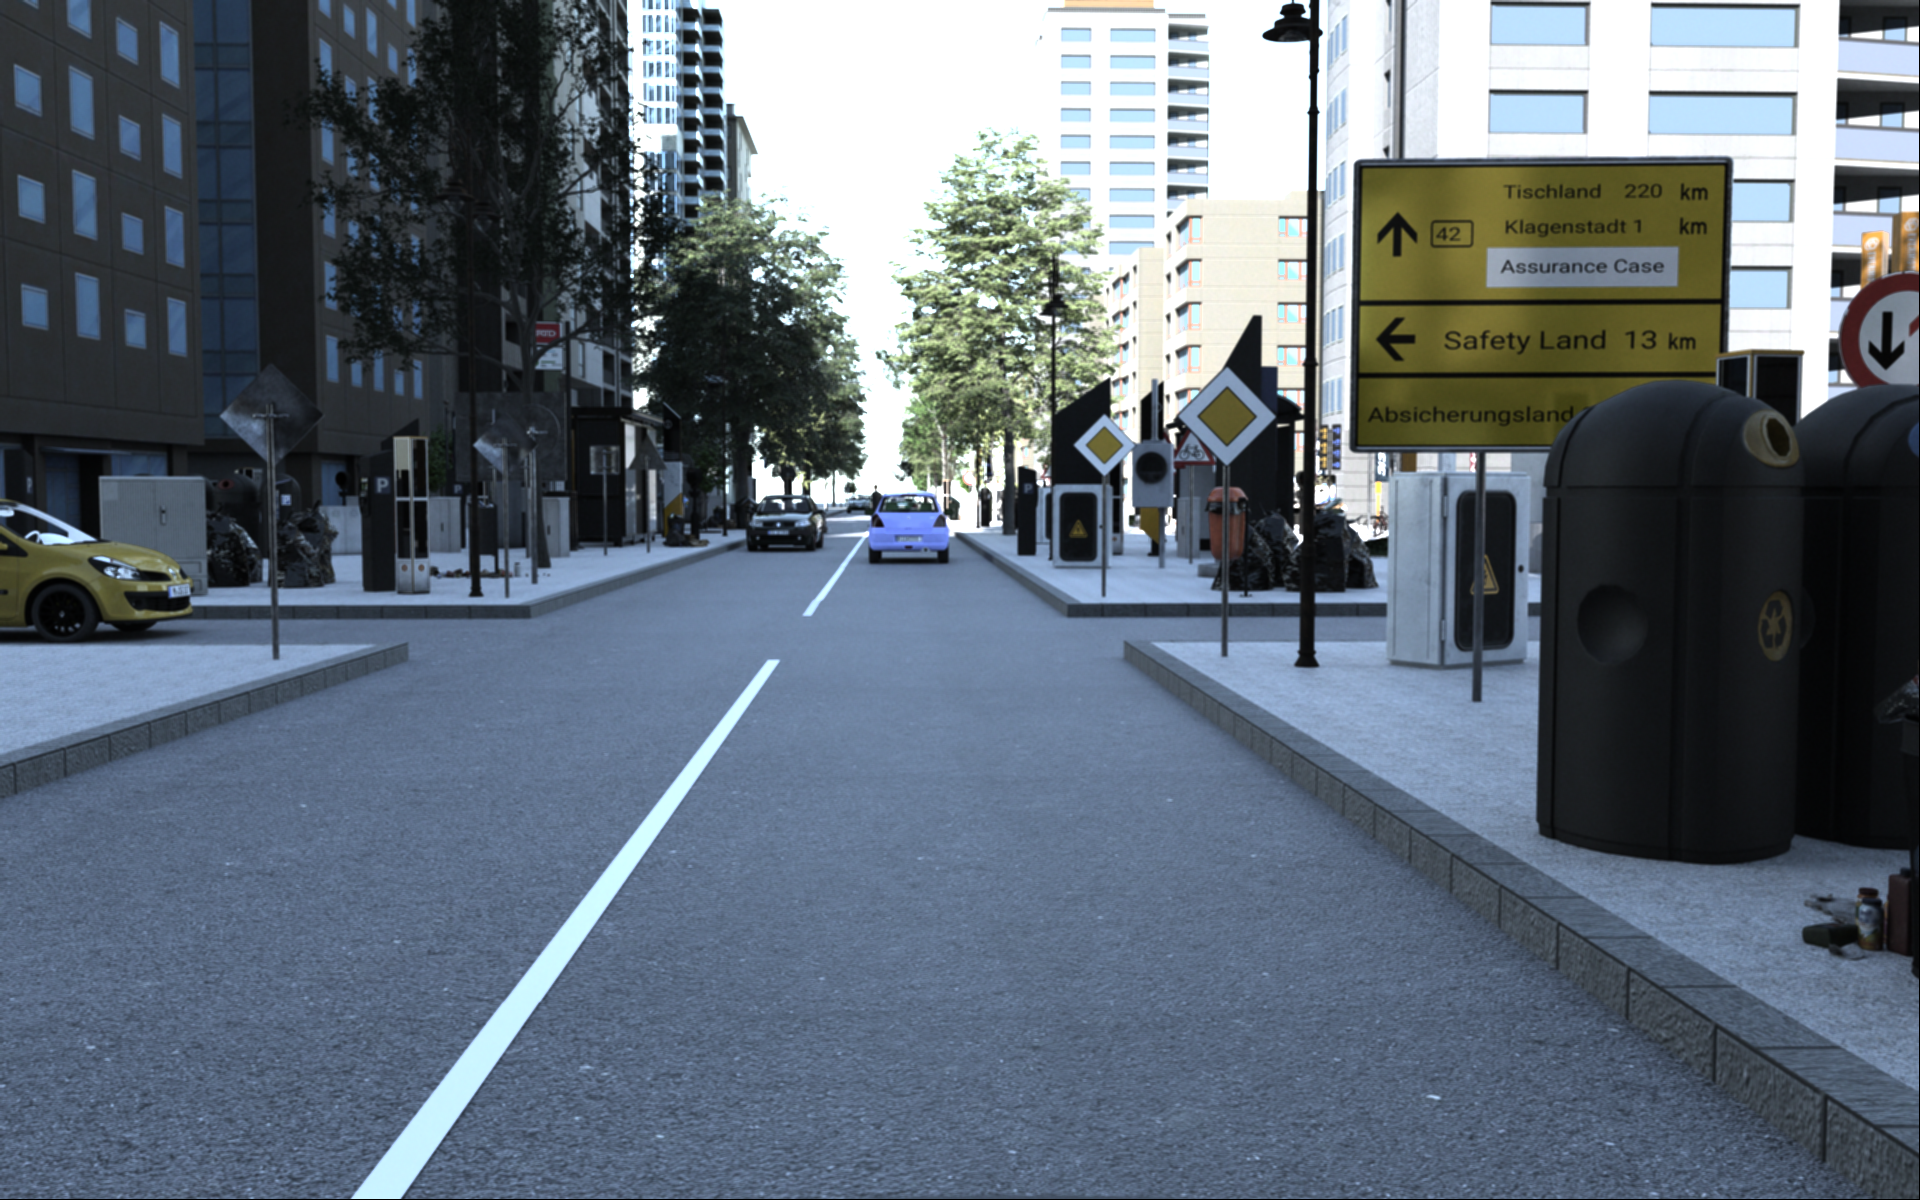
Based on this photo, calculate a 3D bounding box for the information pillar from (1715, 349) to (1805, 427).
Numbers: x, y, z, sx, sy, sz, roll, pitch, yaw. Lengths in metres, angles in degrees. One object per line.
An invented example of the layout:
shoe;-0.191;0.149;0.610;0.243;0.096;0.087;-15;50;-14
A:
information pillar;4.123;-0.276;8.997;0.304;2.012;0.304;-1;4;-11

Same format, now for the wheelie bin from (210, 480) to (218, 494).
wheelie bin;-17.163;-1.945;39.714;0.693;1.594;0.980;0;4;8

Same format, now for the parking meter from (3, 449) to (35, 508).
parking meter;-12.320;-1.040;22.713;0.255;1.863;0.399;-1;4;-11

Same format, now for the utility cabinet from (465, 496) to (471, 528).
utility cabinet;-18.720;-3.298;65.086;1.020;1.237;0.306;-2;4;-24

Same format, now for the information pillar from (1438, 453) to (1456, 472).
information pillar;7.621;-2.188;27.122;0.183;3.616;0.504;3;5;41

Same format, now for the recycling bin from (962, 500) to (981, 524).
recycling bin;0.554;-3.725;73.453;0.722;1.027;0.722;3;5;44

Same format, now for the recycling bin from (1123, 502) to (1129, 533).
recycling bin;5.132;-2.761;57.692;0.722;1.027;0.722;-3;5;-43

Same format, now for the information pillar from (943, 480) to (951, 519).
information pillar;-0.703;-5.290;90.979;0.304;2.012;0.304;2;4;32

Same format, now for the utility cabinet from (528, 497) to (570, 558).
utility cabinet;-8.401;-1.476;35.288;1.020;1.237;0.306;3;4;37

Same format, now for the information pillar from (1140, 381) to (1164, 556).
information pillar;3.979;-2.718;35.799;0.504;3.616;0.183;0;4;3

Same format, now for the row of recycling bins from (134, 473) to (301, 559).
row of recycling bins;-14.989;-1.691;34.763;3.534;1.692;1.069;0;4;0

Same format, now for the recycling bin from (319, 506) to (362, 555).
recycling bin;-13.133;-1.479;36.730;0.722;1.027;0.722;-2;4;-34

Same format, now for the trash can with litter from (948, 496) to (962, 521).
trash can with litter;-0.063;-4.372;82.869;1.055;1.170;0.624;2;4;32

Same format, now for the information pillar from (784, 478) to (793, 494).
information pillar;-7.767;-4.518;78.358;0.304;2.012;0.304;-2;4;-32

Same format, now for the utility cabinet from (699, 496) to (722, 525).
utility cabinet;-10.089;-3.586;69.792;1.020;1.237;0.306;0;4;-6

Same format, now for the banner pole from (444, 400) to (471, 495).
banner pole;-13.424;-3.429;46.077;0.863;3.779;0.401;1;4;12

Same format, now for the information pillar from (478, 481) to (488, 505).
information pillar;-10.314;-2.000;37.198;0.304;2.012;0.304;0;4;-3

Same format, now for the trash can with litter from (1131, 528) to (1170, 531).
trash can with litter;6.894;-3.066;61.191;1.678;1.210;2.233;1;4;21

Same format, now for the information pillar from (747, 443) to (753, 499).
information pillar;-9.632;-5.341;78.674;0.504;3.616;0.183;0;4;-5

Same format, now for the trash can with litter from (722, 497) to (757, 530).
trash can with litter;-8.030;-3.133;62.618;0.624;1.170;1.055;3;5;44

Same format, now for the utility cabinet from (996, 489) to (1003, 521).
utility cabinet;2.160;-4.469;81.754;0.318;1.500;1.173;-2;4;-31

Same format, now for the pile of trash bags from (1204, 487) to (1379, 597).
pile of trash bags;4.181;-0.808;22.961;1.912;1.369;3.447;2;4;34

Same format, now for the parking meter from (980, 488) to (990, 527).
parking meter;0.987;-3.629;67.749;0.372;1.533;0.369;0;3;0

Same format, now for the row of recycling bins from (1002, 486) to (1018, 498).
row of recycling bins;2.368;-4.175;75.378;1.069;1.692;3.534;0;4;-4

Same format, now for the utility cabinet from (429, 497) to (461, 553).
utility cabinet;-11.398;-1.656;38.245;0.306;1.237;1.020;-3;5;-43

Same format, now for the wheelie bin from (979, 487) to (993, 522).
wheelie bin;1.216;-4.382;79.550;0.693;1.594;0.980;1;4;14

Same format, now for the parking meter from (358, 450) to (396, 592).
parking meter;-7.674;-1.046;22.806;0.255;1.863;0.399;3;5;42

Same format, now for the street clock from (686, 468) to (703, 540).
street clock;-7.408;-2.678;48.361;0.471;2.002;0.358;3;5;44

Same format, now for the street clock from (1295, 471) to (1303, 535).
street clock;10.733;-3.035;54.185;0.471;2.002;0.358;-1;4;-19

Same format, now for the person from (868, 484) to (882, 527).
person;-3.634;-4.017;73.963;0.659;1.850;0.755;-3;4;-38

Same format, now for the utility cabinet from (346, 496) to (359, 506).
utility cabinet;-18.568;-2.617;53.945;1.020;1.237;0.306;1;4;11

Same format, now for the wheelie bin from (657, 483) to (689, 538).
wheelie bin;-8.489;-2.643;51.117;0.980;1.594;0.693;0;4;-4

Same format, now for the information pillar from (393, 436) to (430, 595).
information pillar;-7.029;-1.084;22.220;0.304;2.012;0.304;2;4;28

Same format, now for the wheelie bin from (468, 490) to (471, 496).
wheelie bin;-18.534;-3.584;66.500;0.693;1.594;0.980;-1;4;-21

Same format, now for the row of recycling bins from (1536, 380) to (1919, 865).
row of recycling bins;3.929;0.034;6.564;3.534;1.692;1.069;0;4;-6

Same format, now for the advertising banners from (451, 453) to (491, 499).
advertising banners;-20.773;-4.772;74.212;2.074;3.025;0.090;0;4;3

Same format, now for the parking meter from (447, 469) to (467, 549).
parking meter;-11.855;-2.146;40.806;0.399;1.863;0.255;-3;4;-37

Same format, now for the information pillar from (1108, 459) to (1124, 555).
information pillar;3.278;-1.956;36.475;0.304;2.012;0.304;1;4;13

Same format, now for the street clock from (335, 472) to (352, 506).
street clock;-19.967;-3.154;56.130;0.471;2.002;0.358;1;4;23

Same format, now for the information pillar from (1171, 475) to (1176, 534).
information pillar;7.030;-3.164;56.223;0.304;2.012;0.304;2;4;26

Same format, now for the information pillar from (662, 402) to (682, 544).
information pillar;-7.362;-3.238;44.298;0.504;3.616;0.183;1;4;16

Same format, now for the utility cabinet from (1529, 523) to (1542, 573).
utility cabinet;9.630;-1.022;27.864;0.306;1.237;1.020;-3;4;-38

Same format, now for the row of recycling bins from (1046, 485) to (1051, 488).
row of recycling bins;3.868;-4.588;82.120;1.069;1.692;3.534;1;4;15

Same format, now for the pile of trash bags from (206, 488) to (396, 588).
pile of trash bags;-9.194;-0.895;24.391;3.447;1.369;1.912;0;4;4

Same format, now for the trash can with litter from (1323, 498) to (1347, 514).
trash can with litter;10.900;-2.449;51.433;1.055;1.170;0.624;-1;4;-16

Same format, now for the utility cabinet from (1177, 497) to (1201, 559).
utility cabinet;4.593;-1.451;34.884;0.306;1.237;1.020;0;4;-3

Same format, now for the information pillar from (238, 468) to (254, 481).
information pillar;-19.999;-2.695;48.561;0.304;2.012;0.304;3;4;37

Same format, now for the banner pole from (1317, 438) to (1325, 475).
banner pole;13.886;-4.754;67.743;0.863;3.779;0.401;2;4;27

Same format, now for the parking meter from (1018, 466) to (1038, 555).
parking meter;1.418;-1.868;36.253;0.399;1.863;0.255;-1;4;-8

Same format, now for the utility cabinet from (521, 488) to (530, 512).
utility cabinet;-15.332;-3.157;60.294;1.173;1.500;0.318;3;5;39

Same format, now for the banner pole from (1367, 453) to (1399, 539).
banner pole;10.496;-3.277;43.597;0.863;3.779;0.401;-2;4;-27

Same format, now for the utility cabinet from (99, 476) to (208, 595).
utility cabinet;-10.060;-0.791;21.620;1.173;1.500;0.318;-2;4;-32

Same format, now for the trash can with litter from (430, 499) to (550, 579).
trash can with litter;-7.674;-0.977;27.038;2.233;1.210;1.678;2;4;25

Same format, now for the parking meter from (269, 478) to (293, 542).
parking meter;-10.930;-1.192;27.898;0.372;1.533;0.369;0;3;0

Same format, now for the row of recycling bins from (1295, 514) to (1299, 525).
row of recycling bins;13.791;-3.976;72.119;3.534;1.692;1.069;3;5;42
